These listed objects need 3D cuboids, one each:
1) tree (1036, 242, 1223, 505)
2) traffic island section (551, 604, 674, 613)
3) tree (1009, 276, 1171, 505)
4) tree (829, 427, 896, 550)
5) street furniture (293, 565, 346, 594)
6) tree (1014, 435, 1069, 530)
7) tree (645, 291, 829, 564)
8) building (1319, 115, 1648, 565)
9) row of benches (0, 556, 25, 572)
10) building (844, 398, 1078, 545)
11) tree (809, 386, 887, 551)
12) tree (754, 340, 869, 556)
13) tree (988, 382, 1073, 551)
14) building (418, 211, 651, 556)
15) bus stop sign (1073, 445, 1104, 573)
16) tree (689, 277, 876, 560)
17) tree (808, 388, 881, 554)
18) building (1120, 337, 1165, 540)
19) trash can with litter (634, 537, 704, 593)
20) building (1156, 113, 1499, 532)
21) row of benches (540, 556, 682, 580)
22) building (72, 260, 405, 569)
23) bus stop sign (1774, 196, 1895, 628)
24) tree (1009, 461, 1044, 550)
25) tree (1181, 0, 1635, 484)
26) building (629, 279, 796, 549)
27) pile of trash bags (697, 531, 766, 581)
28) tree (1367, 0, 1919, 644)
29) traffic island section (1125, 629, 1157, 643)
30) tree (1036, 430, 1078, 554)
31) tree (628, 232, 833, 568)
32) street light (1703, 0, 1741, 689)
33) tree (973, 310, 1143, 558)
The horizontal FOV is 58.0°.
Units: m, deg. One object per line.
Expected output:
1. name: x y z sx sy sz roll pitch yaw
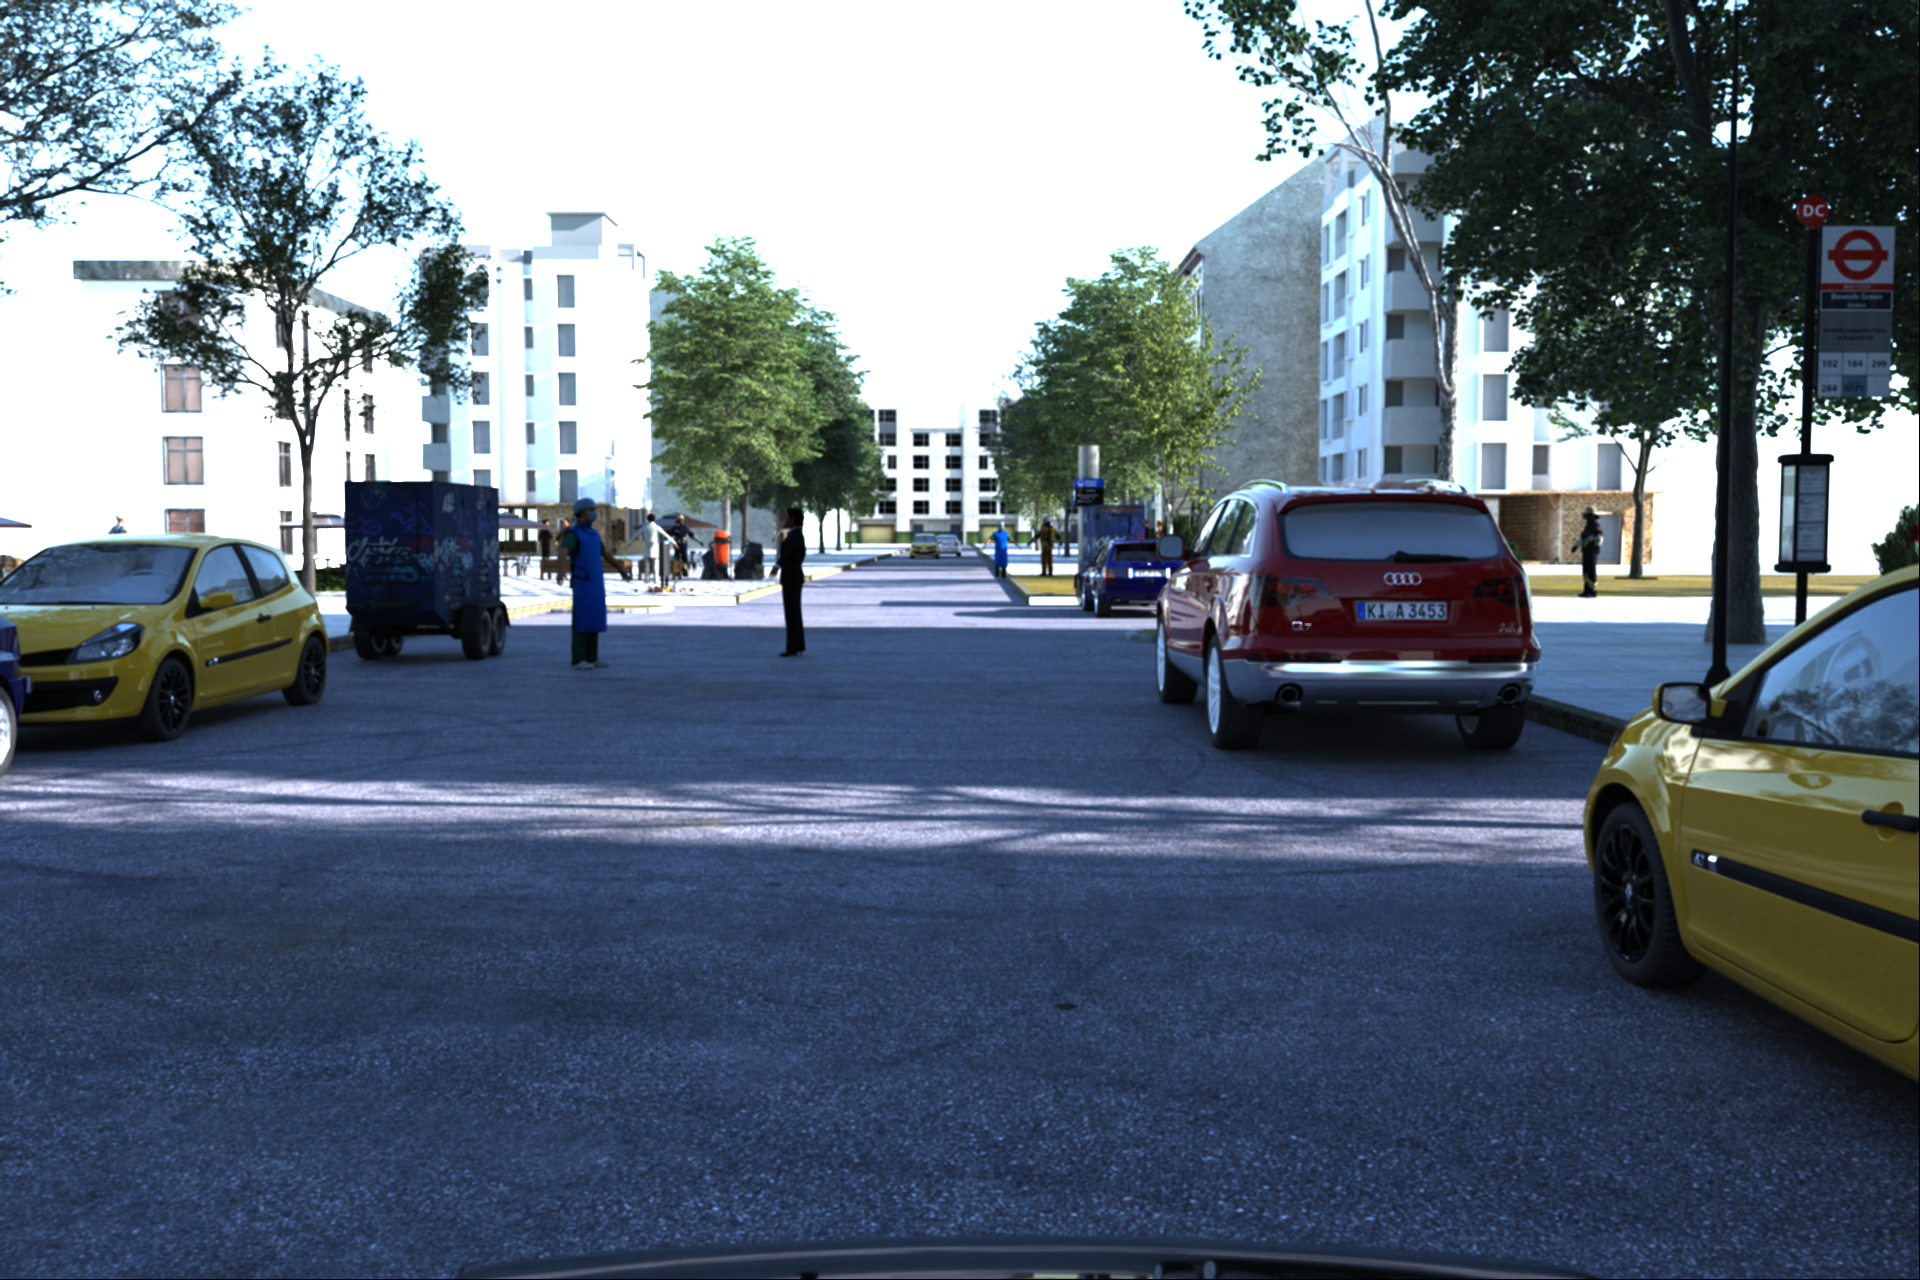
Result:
1. tree: 6.779 -9.134 67.466 7.486 12.596 7.792 0 3 0
2. traffic island section: -6.412 -0.575 32.273 1.991 0.108 1.994 0 4 0
3. tree: 6.051 -9.721 77.072 7.486 12.596 7.792 0 3 0
4. tree: -8.689 -12.672 141.599 7.601 10.594 8.767 -2 4 -28
5. street furniture: -15.667 -1.608 41.909 5.734 0.657 10.072 -3 5 -42
6. tree: 6.030 -10.279 118.421 4.737 8.622 4.395 0 3 0
7. tree: -9.468 -9.122 74.893 9.928 11.665 9.643 0 3 0
8. building: 22.862 -13.941 84.348 16.016 20.090 11.380 0 4 0
9. row of benches: -26.849 -2.186 51.197 4.104 0.672 1.422 -1 4 -12
10. building: 0.206 -22.195 231.806 31.486 18.905 16.747 0 4 -4
11. tree: -9.564 -12.986 130.453 7.486 12.596 7.792 0 3 0
12. tree: -9.212 -11.188 101.057 7.486 12.596 7.792 0 3 0
13. tree: 5.694 -12.891 128.898 7.486 12.596 7.792 0 3 0
14. building: -25.659 -15.065 102.733 16.016 20.090 11.380 0 3 0
15. bus stop sign: 3.822 -3.825 51.551 0.837 3.901 0.837 0 4 0
16. tree: -8.826 -10.884 84.616 9.857 13.997 8.962 0 3 0
17. tree: -9.052 -11.477 113.399 9.928 11.665 9.643 0 3 0
18. building: 24.508 -17.843 158.189 16.747 18.905 31.486 0 3 0
19. trash can with litter: -6.427 -1.692 38.721 1.678 1.210 2.233 0 4 1
20. building: 21.977 -16.432 99.584 19.493 23.208 18.063 0 4 0
21. row of benches: -9.744 -2.035 48.729 4.104 0.672 1.422 1 4 9
22. building: -26.529 -7.648 67.190 9.099 9.664 28.070 0 4 -1
23. bus stop sign: 6.944 -1.533 13.766 0.855 3.939 0.416 0 3 0
24. tree: 5.968 -11.561 139.380 4.360 8.622 3.978 0 3 0
25. tree: 8.686 -10.910 34.268 12.611 20.169 13.585 0 3 0
26. building: -25.087 -20.016 158.191 19.493 23.208 18.063 0 4 1
27. pile of trash bags: -6.496 -2.386 48.767 1.912 1.369 3.447 0 4 0
28. tree: 9.208 -6.931 19.984 9.857 13.997 8.962 0 3 0
29. traffic island section: 3.287 -0.050 23.678 1.991 0.108 1.994 0 4 1
30. tree: 6.175 -9.753 109.826 4.360 8.622 3.978 0 3 0
31. tree: -8.661 -9.002 65.312 7.486 12.596 7.792 0 3 0
32. street light: 6.757 -2.535 13.994 1.470 5.913 1.316 0 4 0
33. tree: 5.821 -11.283 94.851 12.009 13.543 11.850 0 3 0
